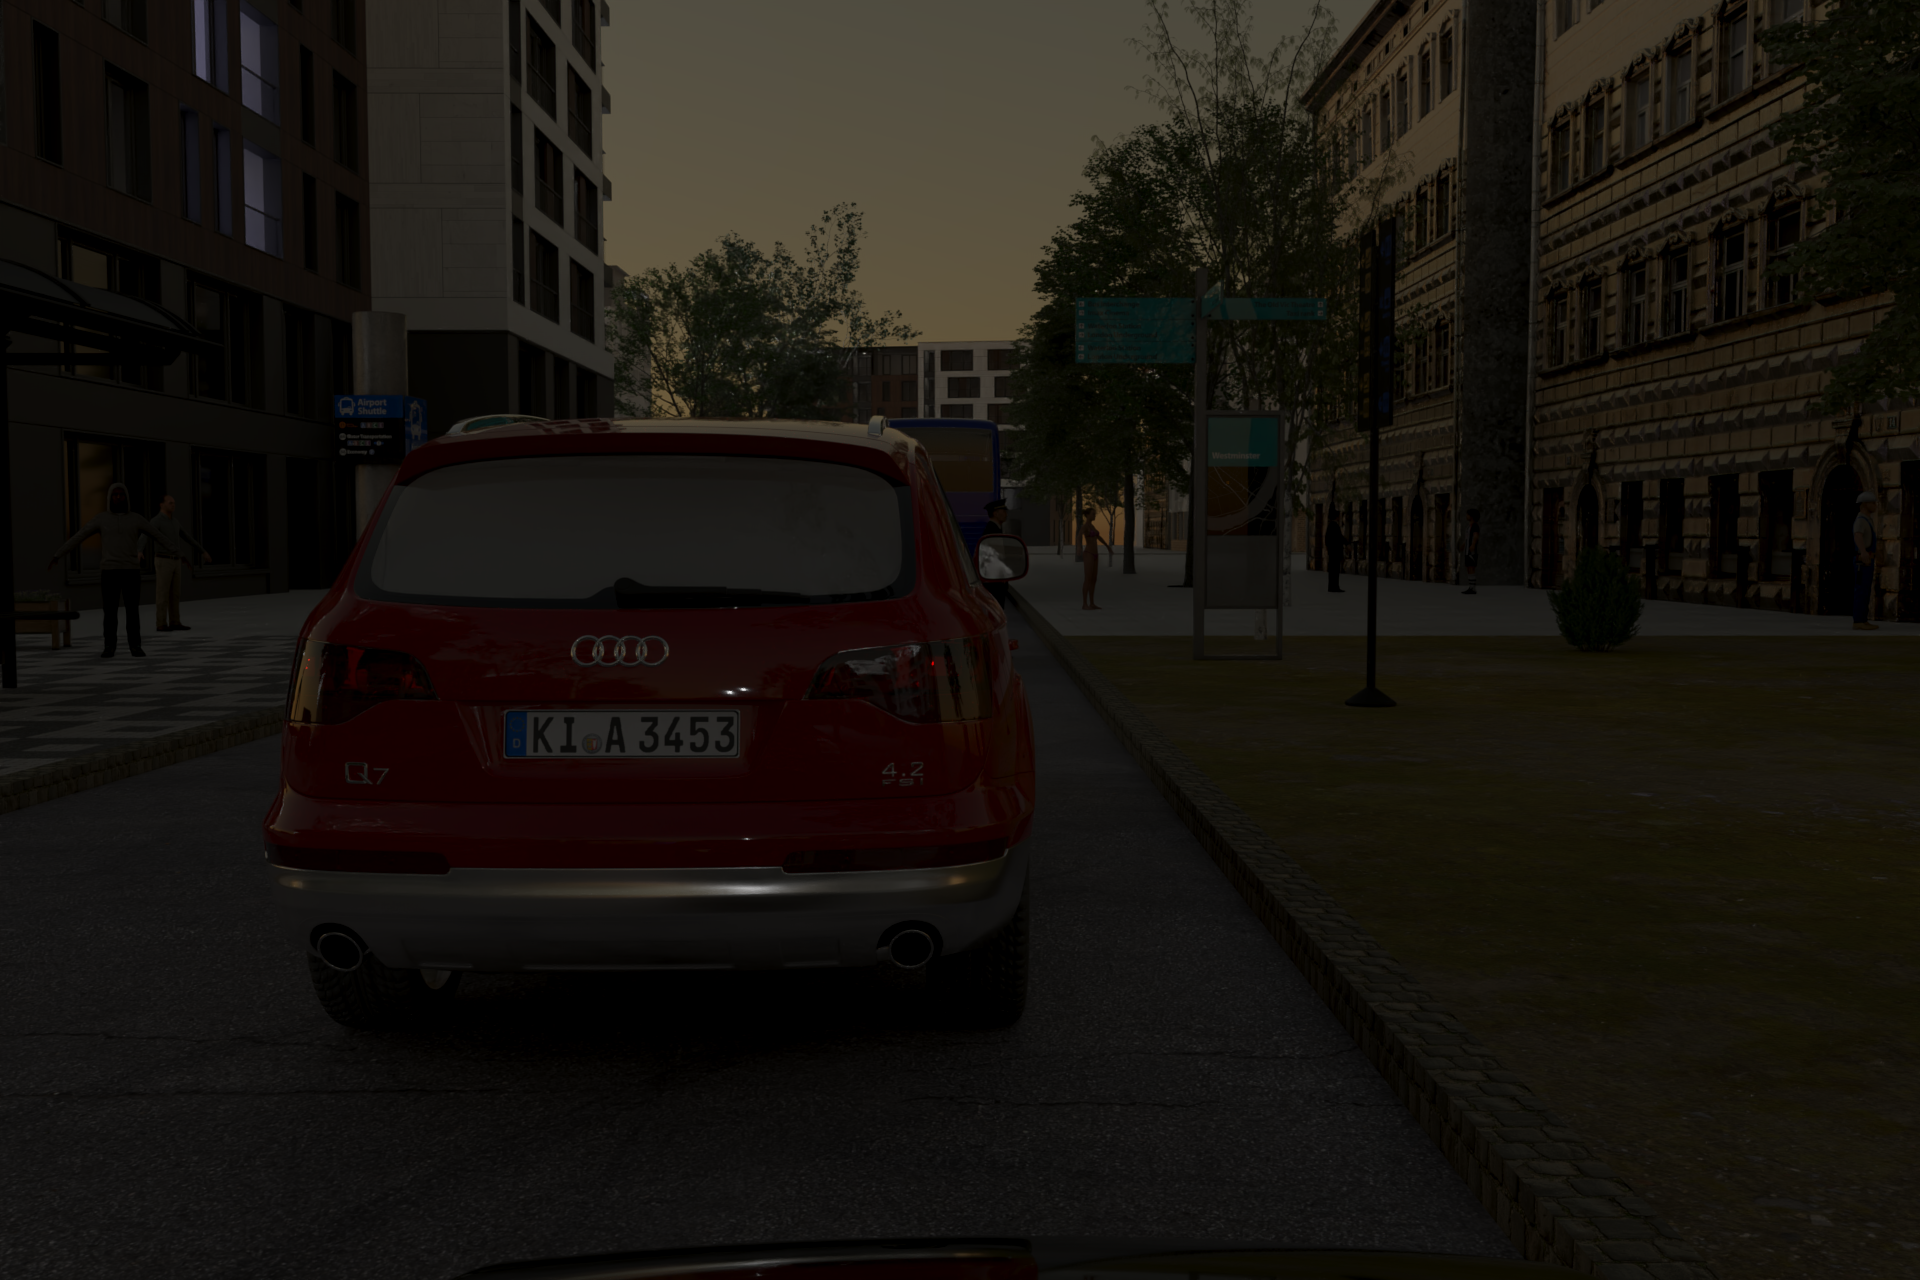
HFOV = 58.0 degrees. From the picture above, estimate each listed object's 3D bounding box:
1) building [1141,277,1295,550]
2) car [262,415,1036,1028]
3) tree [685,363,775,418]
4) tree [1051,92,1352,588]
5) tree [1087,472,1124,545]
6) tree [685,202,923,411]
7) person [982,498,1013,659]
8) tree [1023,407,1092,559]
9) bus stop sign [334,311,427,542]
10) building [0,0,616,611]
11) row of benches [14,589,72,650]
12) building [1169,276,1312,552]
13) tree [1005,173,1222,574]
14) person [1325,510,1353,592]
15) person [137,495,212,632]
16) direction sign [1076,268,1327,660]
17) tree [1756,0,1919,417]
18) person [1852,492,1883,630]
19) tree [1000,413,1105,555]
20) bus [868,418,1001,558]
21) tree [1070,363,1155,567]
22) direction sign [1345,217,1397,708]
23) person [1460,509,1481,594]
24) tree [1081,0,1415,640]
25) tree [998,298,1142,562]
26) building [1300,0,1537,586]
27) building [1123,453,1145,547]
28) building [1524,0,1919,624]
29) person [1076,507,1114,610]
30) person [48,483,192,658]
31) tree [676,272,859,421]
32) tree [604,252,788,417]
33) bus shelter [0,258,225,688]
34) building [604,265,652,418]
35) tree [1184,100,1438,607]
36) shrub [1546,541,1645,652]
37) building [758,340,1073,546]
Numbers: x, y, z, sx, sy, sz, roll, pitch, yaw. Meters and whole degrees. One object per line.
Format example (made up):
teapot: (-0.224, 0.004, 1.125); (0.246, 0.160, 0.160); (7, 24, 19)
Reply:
building: (25.918, -19.387, 147.906); (19.493, 23.208, 18.063); (0, 3, 0)
car: (-0.840, 0.128, 6.582); (2.281, 1.827, 5.304); (0, 4, -1)
tree: (-10.298, -7.541, 73.657); (4.360, 8.622, 3.978); (0, 3, 0)
tree: (5.719, -7.061, 41.203); (9.928, 11.665, 9.643); (0, 3, 0)
tree: (17.866, -16.108, 197.781); (7.601, 10.594, 8.767); (0, 4, 5)
tree: (-8.336, -14.794, 97.766); (12.611, 20.169, 13.585); (0, 3, 0)
person: (0.435, -0.685, 19.600); (0.705, 1.837, 1.347); (0, 4, 3)
tree: (5.353, -8.514, 89.559); (4.360, 8.622, 3.978); (0, 3, 0)
bus stop sign: (-6.945, -1.946, 20.832); (0.837, 3.901, 0.837); (0, 4, 1)
building: (-25.272, -12.050, 40.991); (27.936, 21.610, 32.646); (0, 4, -1)
row of benches: (-11.841, -0.210, 18.900); (4.104, 0.672, 1.422); (-1, 4, -16)
building: (21.394, -16.957, 133.668); (16.016, 20.090, 11.380); (0, 4, -1)
tree: (5.086, -8.388, 55.268); (7.486, 12.596, 7.792); (0, 3, 0)
person: (8.304, -1.961, 38.242); (0.705, 1.806, 1.347); (-1, 4, -10)
person: (-10.453, -1.017, 22.907); (0.705, 1.796, 1.348); (1, 4, 17)
direction sign: (2.436, -1.725, 16.972); (2.525, 3.948, 1.411); (0, 4, -1)
tree: (11.197, -6.021, 16.574); (7.486, 12.596, 7.792); (0, 3, 0)
person: (12.164, -1.063, 23.231); (0.705, 1.847, 1.347); (2, 4, 35)
tree: (6.055, -10.406, 104.554); (8.767, 10.594, 7.601); (-1, 4, -9)
bus: (-0.485, -2.825, 37.734); (2.896, 3.916, 12.251); (0, 4, 0)
tree: (5.795, -7.126, 66.869); (4.360, 8.622, 3.978); (0, 3, 0)
direction sign: (3.079, -1.277, 12.878); (0.379, 3.537, 0.876); (0, 4, -2)
person: (10.886, -1.884, 36.954); (0.704, 1.843, 1.345); (0, 4, 7)
tree: (3.764, -4.322, 21.022); (4.360, 8.622, 3.978); (0, 3, 0)
tree: (5.177, -9.806, 78.450); (7.486, 12.596, 7.792); (0, 3, 0)
building: (21.526, -13.485, 51.411); (19.493, 23.208, 18.063); (0, 4, 0)
building: (22.349, -14.294, 175.850); (9.099, 9.664, 28.070); (0, 3, 0)
building: (22.654, -12.249, 31.197); (19.493, 23.208, 18.063); (0, 4, -1)
person: (2.282, -1.382, 29.404); (0.721, 1.733, 1.217); (2, 4, 33)
person: (-8.749, -0.729, 18.054); (1.348, 1.813, 0.705); (-2, 4, -28)
tree: (-9.517, -10.792, 83.100); (9.857, 13.997, 8.962); (0, 3, 0)
tree: (-9.982, -8.417, 63.377); (9.928, 11.665, 9.643); (0, 3, 0)
bus shelter: (-7.179, -1.097, 11.868); (2.014, 3.302, 5.546); (0, 4, 0)
building: (-29.060, -16.316, 123.194); (16.016, 20.090, 11.380); (0, 4, -1)
tree: (6.034, -4.900, 30.470); (4.737, 8.622, 4.395); (0, 3, 0)
shrub: (6.945, -0.477, 18.914); (1.383, 1.207, 1.383); (0, 3, 0)
building: (-4.258, -21.459, 197.281); (32.646, 21.610, 27.936); (1, 4, 10)
